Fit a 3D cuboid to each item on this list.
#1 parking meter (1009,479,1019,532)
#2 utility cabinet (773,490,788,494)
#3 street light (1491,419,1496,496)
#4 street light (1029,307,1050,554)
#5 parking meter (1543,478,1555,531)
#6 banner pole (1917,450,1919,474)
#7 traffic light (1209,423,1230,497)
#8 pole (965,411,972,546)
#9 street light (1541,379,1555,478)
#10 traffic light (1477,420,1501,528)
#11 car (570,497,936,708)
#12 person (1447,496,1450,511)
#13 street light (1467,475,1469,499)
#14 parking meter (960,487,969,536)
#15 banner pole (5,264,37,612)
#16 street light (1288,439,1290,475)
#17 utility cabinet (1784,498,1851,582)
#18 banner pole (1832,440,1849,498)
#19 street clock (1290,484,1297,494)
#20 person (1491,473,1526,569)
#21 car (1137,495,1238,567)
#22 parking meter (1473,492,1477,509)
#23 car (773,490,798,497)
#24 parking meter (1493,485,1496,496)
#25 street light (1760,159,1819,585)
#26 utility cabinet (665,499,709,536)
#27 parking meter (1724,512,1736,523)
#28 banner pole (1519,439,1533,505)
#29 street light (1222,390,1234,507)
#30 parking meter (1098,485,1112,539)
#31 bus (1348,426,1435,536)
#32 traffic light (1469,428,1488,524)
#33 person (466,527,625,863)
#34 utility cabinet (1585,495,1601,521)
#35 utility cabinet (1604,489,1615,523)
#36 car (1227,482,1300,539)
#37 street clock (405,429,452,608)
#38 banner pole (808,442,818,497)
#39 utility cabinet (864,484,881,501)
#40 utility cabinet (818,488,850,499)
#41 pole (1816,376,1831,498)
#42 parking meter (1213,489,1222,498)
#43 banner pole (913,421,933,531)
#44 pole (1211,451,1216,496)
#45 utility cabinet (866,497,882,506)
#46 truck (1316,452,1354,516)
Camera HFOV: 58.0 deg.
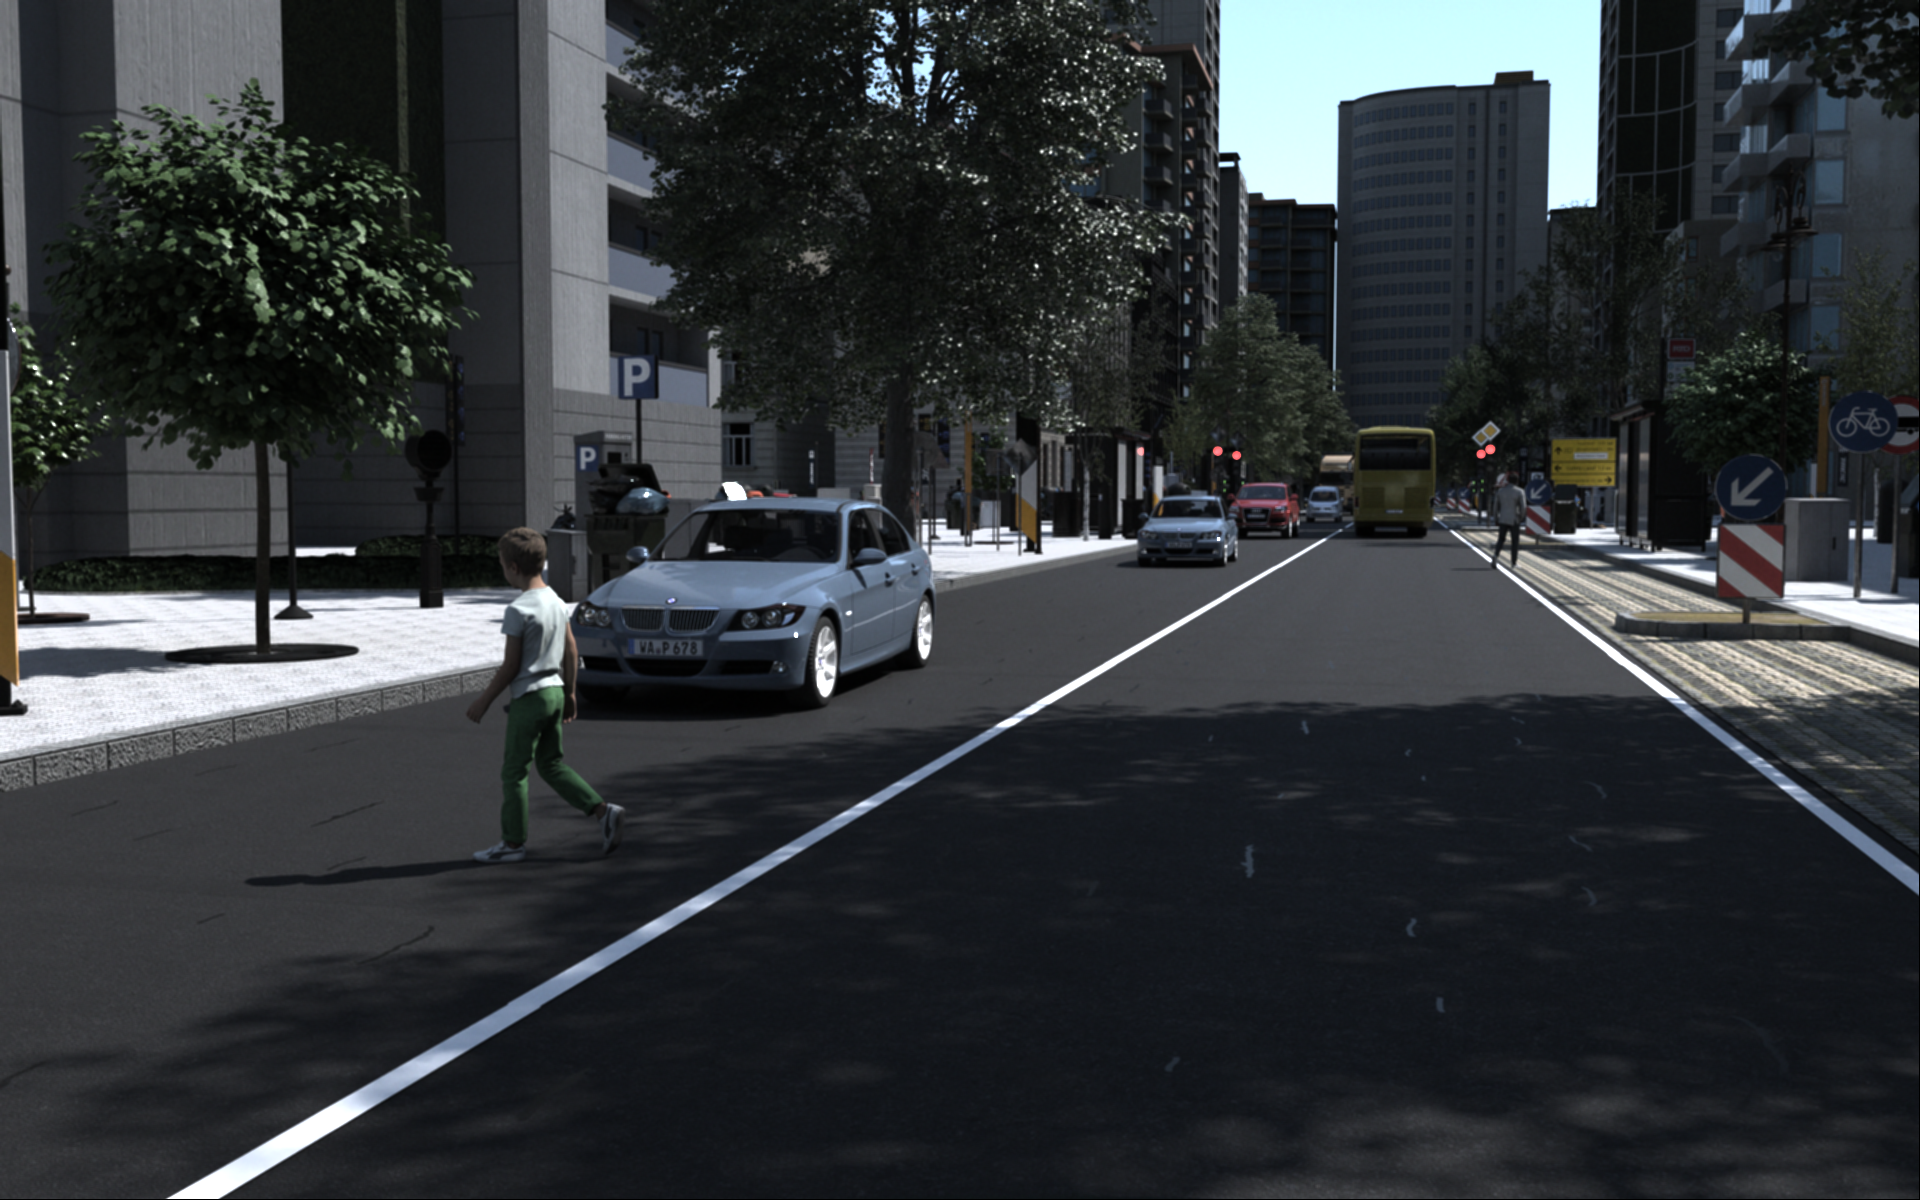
[{"bbox_3d":[1.897,-3.264,59.073,0.399,1.863,0.255,1,4,10],"label":"parking meter"},{"bbox_3d":[-9.085,-4.789,86.976,0.318,1.500,1.173,2,4,30],"label":"utility cabinet"},{"bbox_3d":[32.339,-8.099,105.200,0.468,5.910,1.993,1,4,14],"label":"street light"},{"bbox_3d":[1.682,-3.918,36.849,0.468,5.910,1.993,1,4,14],"label":"street light"},{"bbox_3d":[20.765,-3.385,61.061,0.399,1.863,0.255,2,4,26],"label":"parking meter"},{"bbox_3d":[39.901,-5.011,71.949,0.863,3.779,0.401,-2,4,-32],"label":"banner pole"},{"bbox_3d":[10.266,-4.879,68.698,0.839,4.253,0.868,1,4,14],"label":"traffic light"},{"bbox_3d":[0.201,-2.967,42.360,0.158,3.312,0.155,0,3,0],"label":"pole"},{"bbox_3d":[22.098,-5.650,65.167,0.468,5.910,1.993,1,4,14],"label":"street light"},{"bbox_3d":[20.212,-4.725,66.180,0.839,4.253,0.868,1,4,14],"label":"traffic light"},{"bbox_3d":[-1.400,-0.076,13.247,2.014,1.417,4.499,1,4,13],"label":"car"},{"bbox_3d":[41.916,-8.540,148.816,0.721,1.739,1.217,1,4,11],"label":"person"},{"bbox_3d":[42.730,-10.572,145.644,0.468,5.910,1.993,1,4,14],"label":"street light"},{"bbox_3d":[0.194,-2.744,53.268,0.372,1.533,0.369,0,3,0],"label":"parking meter"},{"bbox_3d":[-10.518,-1.781,19.131,0.401,3.779,0.863,-2,4,-35],"label":"banner pole"},{"bbox_3d":[22.468,-8.895,118.218,0.468,5.910,1.993,1,4,14],"label":"street light"},{"bbox_3d":[12.650,-0.881,25.566,1.020,1.237,0.306,-1,4,-22],"label":"utility cabinet"},{"bbox_3d":[35.998,-4.948,70.919,0.863,3.779,0.401,0,4,-7],"label":"banner pole"},{"bbox_3d":[23.856,-7.295,123.840,0.471,2.002,0.358,-2,4,-28],"label":"street clock"},{"bbox_3d":[10.497,-1.516,33.139,0.661,1.843,0.795,3,5,41],"label":"person"},{"bbox_3d":[4.748,-1.452,35.743,2.014,1.417,4.499,1,4,13],"label":"car"},{"bbox_3d":[43.049,-8.348,144.900,0.372,1.533,0.369,0,3,0],"label":"parking meter"},{"bbox_3d":[-9.147,-4.276,78.946,4.494,1.783,2.155,1,4,13],"label":"car"},{"bbox_3d":[34.120,-6.433,110.893,0.255,1.863,0.399,2,4,28],"label":"parking meter"},{"bbox_3d":[11.597,-3.154,24.361,0.468,5.910,1.993,1,4,14],"label":"street light"},{"bbox_3d":[-3.817,-0.795,24.152,0.306,1.237,1.020,-2,4,-30],"label":"utility cabinet"},{"bbox_3d":[26.278,-3.097,59.047,0.372,1.533,0.369,0,3,0],"label":"parking meter"},{"bbox_3d":[25.819,-5.441,78.978,0.863,3.779,0.401,-1,4,-20],"label":"banner pole"},{"bbox_3d":[11.916,-6.380,77.096,0.468,5.910,1.993,1,4,14],"label":"street light"},{"bbox_3d":[4.140,-2.507,49.400,0.372,1.533,0.369,0,3,0],"label":"parking meter"},{"bbox_3d":[15.322,-4.293,61.739,2.896,3.916,12.252,1,4,12],"label":"bus"},{"bbox_3d":[22.191,-5.199,73.917,0.839,4.253,0.868,1,4,14],"label":"traffic light"},{"bbox_3d":[-1.611,0.368,6.739,0.590,1.304,0.306,0,4,0],"label":"person"},{"bbox_3d":[30.113,-4.389,82.922,1.020,1.237,0.306,0,4,8],"label":"utility cabinet"},{"bbox_3d":[28.362,-4.086,75.481,0.318,1.500,1.173,2,4,30],"label":"utility cabinet"},{"bbox_3d":[10.020,-2.957,57.027,2.281,1.827,5.304,1,4,15],"label":"car"},{"bbox_3d":[-5.972,-0.914,19.515,0.358,2.002,0.471,3,5,40],"label":"street clock"},{"bbox_3d":[-7.060,-5.723,83.591,0.401,3.779,0.863,2,4,31],"label":"banner pole"},{"bbox_3d":[-1.799,-1.911,39.928,0.318,1.500,1.173,2,4,25],"label":"utility cabinet"},{"bbox_3d":[-4.714,-3.422,64.630,1.173,1.500,0.318,-2,4,-24],"label":"utility cabinet"},{"bbox_3d":[14.964,-2.214,30.044,0.158,3.312,0.155,0,3,0],"label":"pole"},{"bbox_3d":[11.675,-4.290,78.545,0.372,1.533,0.369,0,3,0],"label":"parking meter"},{"bbox_3d":[-1.332,-4.246,59.435,0.863,3.779,0.401,0,4,-2],"label":"banner pole"},{"bbox_3d":[12.096,-5.426,82.550,0.158,3.312,0.155,0,3,0],"label":"pole"},{"bbox_3d":[-1.575,-1.426,34.470,0.306,1.237,1.020,1,4,13],"label":"utility cabinet"},{"bbox_3d":[26.036,-7.899,118.054,2.839,4.237,11.283,1,4,16],"label":"truck"}]
